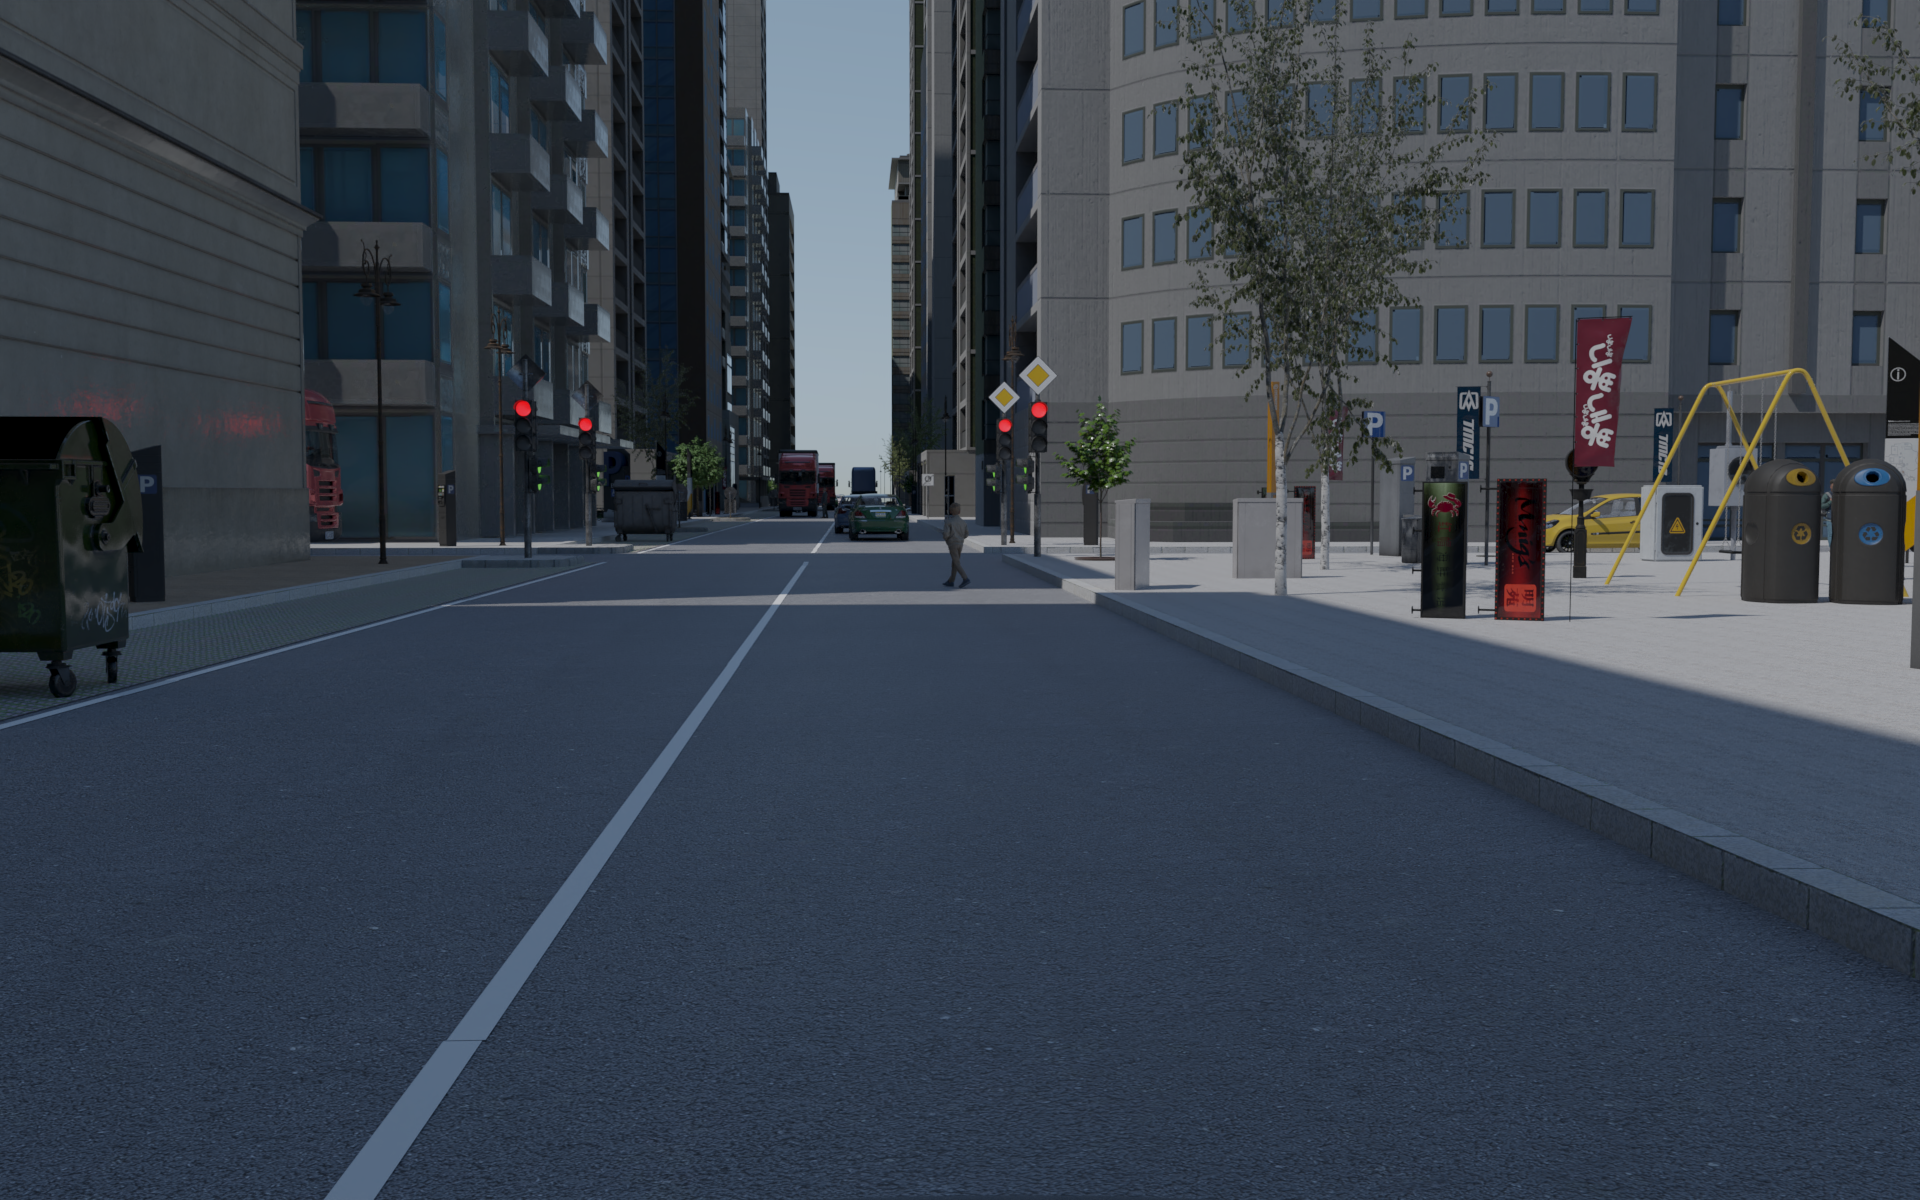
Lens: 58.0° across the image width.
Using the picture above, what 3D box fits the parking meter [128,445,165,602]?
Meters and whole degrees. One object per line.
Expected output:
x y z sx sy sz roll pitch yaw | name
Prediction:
-9.717 -0.911 20.612 0.399 1.863 0.255 -3 5 -40 | parking meter

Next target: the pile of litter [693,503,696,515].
-16.098 -5.515 104.136 1.719 0.858 1.176 -1 4 -12 | pile of litter

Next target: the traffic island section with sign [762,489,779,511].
-15.255 -8.202 142.722 1.989 1.847 2.006 0 4 -3 | traffic island section with sign

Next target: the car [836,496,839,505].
-13.878 -10.759 184.712 1.959 1.807 4.718 0 4 -4 | car

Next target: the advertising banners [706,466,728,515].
-15.214 -6.864 108.407 0.090 3.025 2.074 2 4 33 | advertising banners

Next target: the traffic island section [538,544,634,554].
-9.198 -1.258 42.844 2.009 0.180 2.903 0 4 -3 | traffic island section

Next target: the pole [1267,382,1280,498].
5.698 -2.306 31.546 0.158 3.312 0.155 0 3 0 | pole

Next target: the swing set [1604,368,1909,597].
10.491 -1.559 23.111 2.862 2.851 3.119 0 4 3 | swing set

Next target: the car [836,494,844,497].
-16.735 -13.998 240.866 2.014 1.417 4.499 0 4 -4 | car

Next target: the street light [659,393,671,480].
-13.402 -6.491 78.917 0.468 5.910 1.993 0 4 -3 | street light

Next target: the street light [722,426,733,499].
-15.503 -8.688 114.838 0.468 5.910 1.993 0 4 -3 | street light

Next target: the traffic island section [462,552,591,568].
-8.716 -0.770 34.873 2.009 0.180 2.903 0 4 -3 | traffic island section

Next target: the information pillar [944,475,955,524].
-0.408 -3.875 67.854 0.304 2.012 0.304 -2 4 -31 | information pillar

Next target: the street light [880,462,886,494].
-10.503 -16.419 241.238 0.468 5.910 1.993 0 4 -3 | street light

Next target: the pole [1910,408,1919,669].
7.093 -1.147 12.603 0.158 3.312 0.155 0 3 0 | pole

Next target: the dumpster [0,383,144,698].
-7.128 -0.458 12.433 1.985 2.255 1.502 0 4 -5 | dumpster

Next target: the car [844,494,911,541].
-2.593 -2.630 54.791 2.131 1.459 4.920 0 4 -5 | car

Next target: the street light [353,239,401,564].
-10.605 -3.601 31.667 0.468 5.910 1.993 0 4 -3 | street light

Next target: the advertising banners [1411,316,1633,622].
5.644 -1.302 17.484 2.074 3.025 0.090 2 4 24 | advertising banners

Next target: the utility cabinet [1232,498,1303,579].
4.689 -0.933 26.422 1.020 1.237 0.306 0 4 -6 | utility cabinet

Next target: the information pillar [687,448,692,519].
-13.731 -5.906 87.923 0.183 3.616 0.504 -2 4 -30 | information pillar

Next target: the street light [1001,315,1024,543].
1.362 -4.417 45.002 0.468 5.910 1.993 0 4 -3 | street light

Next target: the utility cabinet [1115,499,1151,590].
2.340 -0.757 23.533 0.306 1.237 1.020 1 4 17 | utility cabinet

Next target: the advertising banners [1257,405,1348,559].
6.740 -2.311 33.965 2.074 3.025 0.090 -1 4 -22 | advertising banners

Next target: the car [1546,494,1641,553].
15.512 -1.919 41.604 3.980 1.641 2.015 0 4 -2 | car

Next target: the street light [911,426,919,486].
-3.295 -9.157 122.510 0.468 5.910 1.993 0 4 -3 | street light

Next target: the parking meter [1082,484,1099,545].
3.265 -2.305 43.394 0.399 1.863 0.255 1 4 11 | parking meter

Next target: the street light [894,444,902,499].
-5.541 -11.354 158.422 0.468 5.910 1.993 0 4 -3 | street light

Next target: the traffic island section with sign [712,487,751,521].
-12.227 -5.137 92.612 1.989 1.847 2.006 0 4 -3 | traffic island section with sign

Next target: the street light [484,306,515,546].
-11.355 -4.284 42.823 0.468 5.910 1.993 0 4 -3 | street light

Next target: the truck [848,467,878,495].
-9.046 -10.756 165.623 2.967 4.110 18.799 0 4 -5 | truck

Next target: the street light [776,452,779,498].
-20.248 -13.428 192.330 0.468 5.910 1.993 0 4 -3 | street light

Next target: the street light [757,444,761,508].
-18.107 -11.231 156.412 0.468 5.910 1.993 0 4 -3 | street light

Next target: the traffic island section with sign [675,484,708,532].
-10.575 -3.473 65.418 1.989 1.847 2.006 0 4 -3 | traffic island section with sign

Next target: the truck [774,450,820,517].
-10.416 -7.532 112.055 2.839 4.237 11.283 0 4 -4 | truck

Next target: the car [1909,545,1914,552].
24.476 -1.922 40.106 5.304 1.827 2.281 0 4 -4 | car

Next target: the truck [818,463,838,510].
-12.524 -10.234 156.244 2.839 4.237 11.283 0 4 -5 | truck

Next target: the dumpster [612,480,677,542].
-9.458 -2.683 52.084 1.865 1.857 1.264 0 4 -3 | dumpster

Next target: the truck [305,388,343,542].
-18.748 -2.981 37.648 11.283 4.237 2.839 0 4 -2 | truck

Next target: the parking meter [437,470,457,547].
-12.548 -2.242 42.360 0.255 1.863 0.399 2 4 30 | parking meter

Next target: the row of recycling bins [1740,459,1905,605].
11.008 -0.795 20.104 3.534 1.692 1.069 2 4 24 | row of recycling bins

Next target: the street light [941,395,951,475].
-0.670 -6.614 80.927 0.468 5.910 1.993 0 4 -3 | street light

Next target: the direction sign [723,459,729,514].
-15.124 -7.330 111.845 0.379 3.537 0.876 -1 4 -15 | direction sign

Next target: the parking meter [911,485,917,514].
-2.933 -6.500 111.990 0.399 1.863 0.255 0 4 7 | parking meter

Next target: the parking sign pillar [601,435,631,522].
-15.607 -5.523 78.778 1.447 3.967 1.447 2 4 32 | parking sign pillar

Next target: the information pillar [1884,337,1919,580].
14.036 -2.108 25.823 0.504 3.616 0.183 1 4 22 | information pillar

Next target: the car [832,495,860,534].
-3.733 -3.187 64.114 2.014 1.417 4.499 0 4 -2 | car

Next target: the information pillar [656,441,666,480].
-13.292 -5.230 76.863 0.183 3.616 0.504 3 5 42 | information pillar

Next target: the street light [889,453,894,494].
-8.239 -14.223 205.327 0.468 5.910 1.993 0 4 -3 | street light
